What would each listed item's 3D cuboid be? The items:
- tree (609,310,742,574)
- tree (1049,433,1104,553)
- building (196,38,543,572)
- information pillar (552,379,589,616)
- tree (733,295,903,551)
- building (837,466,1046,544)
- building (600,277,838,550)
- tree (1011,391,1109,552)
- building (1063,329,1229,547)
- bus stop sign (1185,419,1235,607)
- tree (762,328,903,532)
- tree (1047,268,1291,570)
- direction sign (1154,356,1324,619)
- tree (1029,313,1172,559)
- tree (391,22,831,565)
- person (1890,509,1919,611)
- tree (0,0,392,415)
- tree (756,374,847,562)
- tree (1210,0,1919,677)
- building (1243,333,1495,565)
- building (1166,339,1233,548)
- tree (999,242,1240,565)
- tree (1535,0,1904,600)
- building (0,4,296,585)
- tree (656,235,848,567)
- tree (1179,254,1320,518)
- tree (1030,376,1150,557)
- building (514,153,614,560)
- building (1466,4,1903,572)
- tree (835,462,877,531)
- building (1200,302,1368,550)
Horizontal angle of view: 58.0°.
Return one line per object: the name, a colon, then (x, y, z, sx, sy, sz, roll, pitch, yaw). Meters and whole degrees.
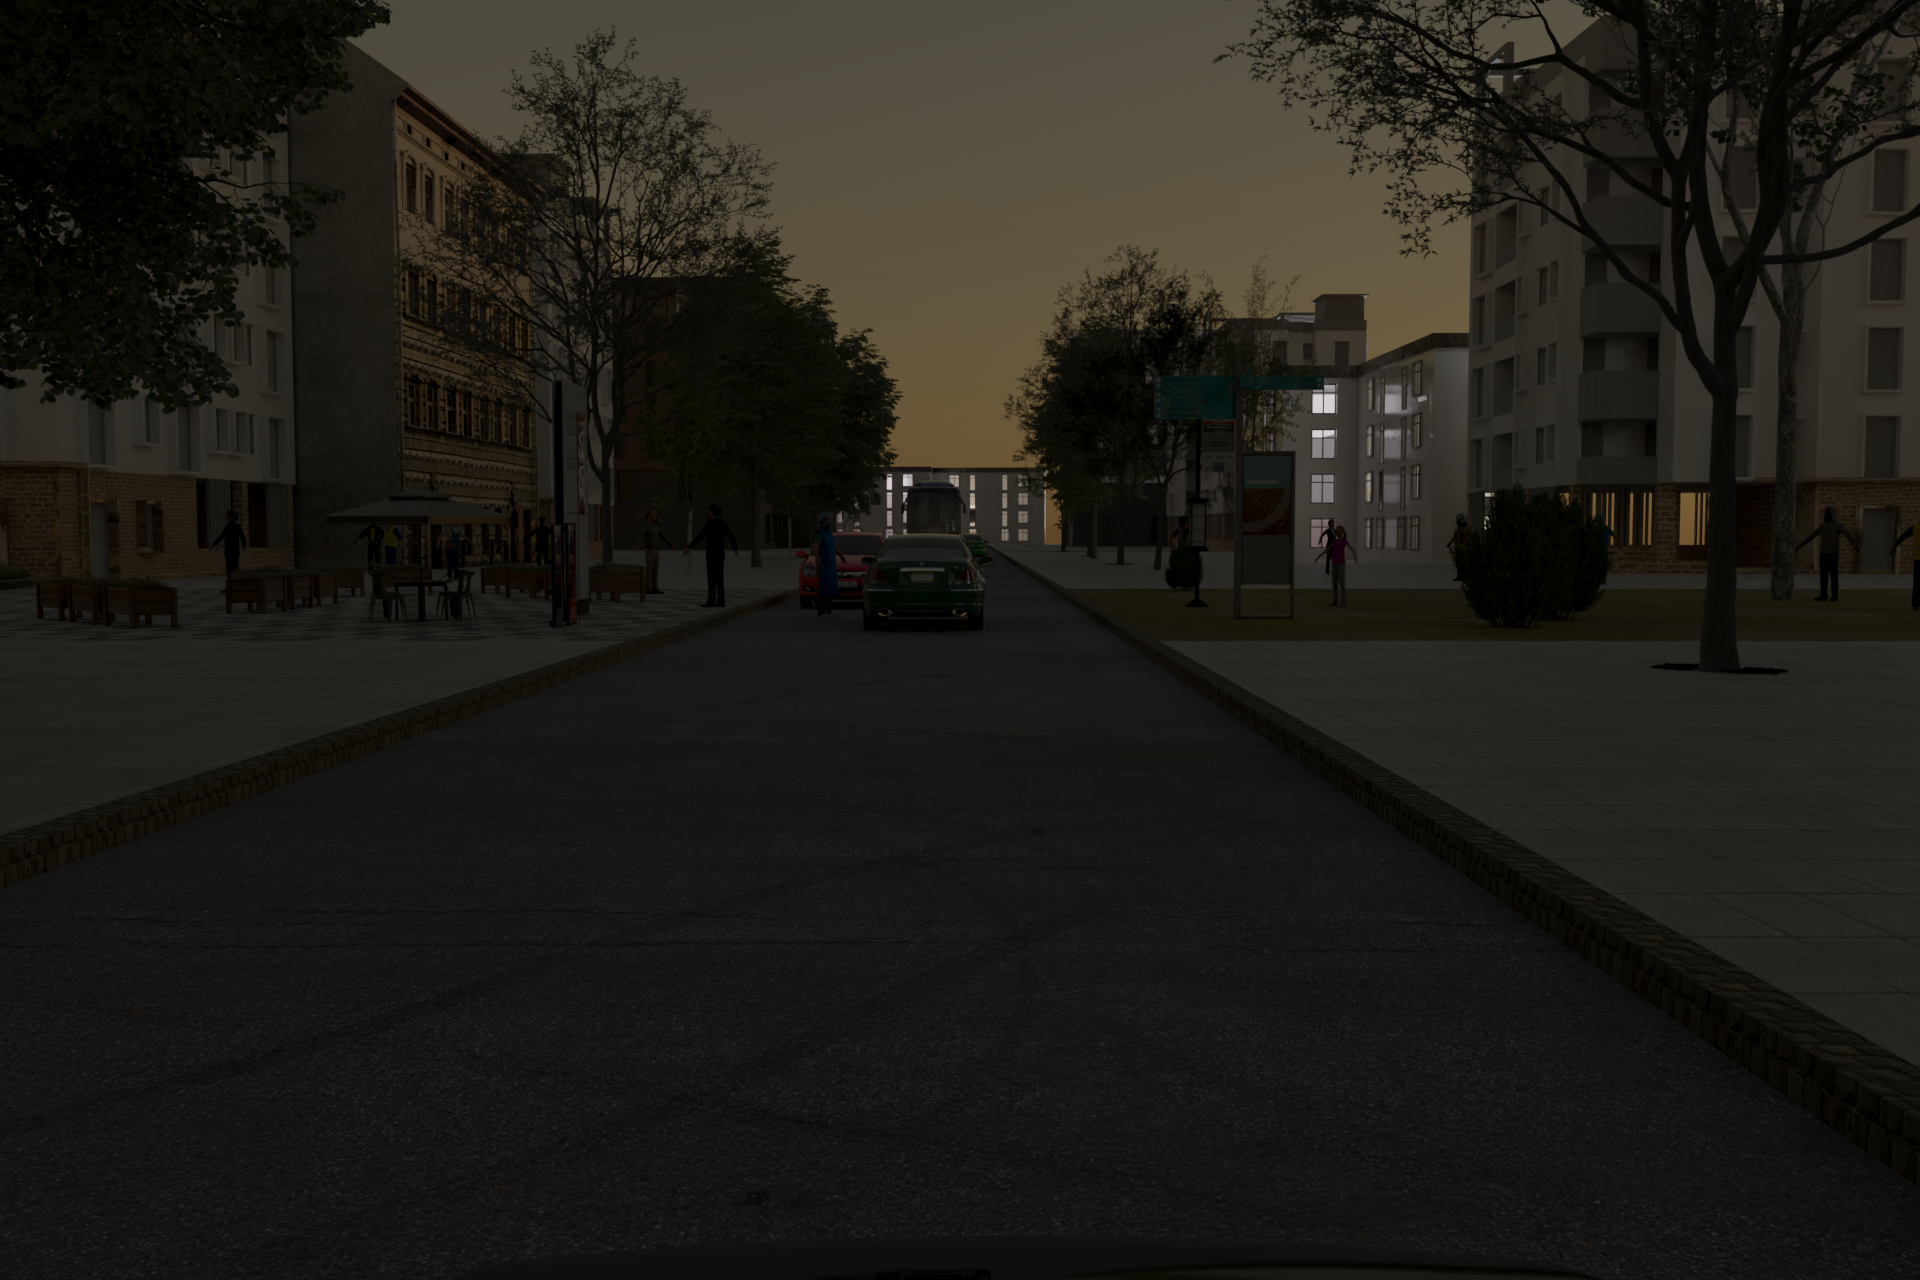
tree: (-8.819, -6.431, 55.513, 4.737, 8.622, 4.395, 0, 3, 0)
tree: (7.656, -10.214, 117.364, 4.737, 8.622, 4.395, 0, 3, 0)
building: (-28.111, -14.466, 67.443, 19.493, 23.208, 18.063, 0, 4, 1)
information pillar: (-6.098, -2.192, 27.158, 0.184, 3.620, 1.656, 0, 4, 0)
tree: (-7.691, -11.333, 91.951, 9.857, 13.997, 8.962, 0, 3, 0)
building: (-3.352, -16.575, 215.607, 28.070, 9.664, 9.099, 0, 4, 4)
building: (-26.225, -18.977, 154.253, 27.936, 21.610, 32.646, 0, 4, 1)
tree: (7.545, -12.167, 124.684, 9.928, 11.665, 9.643, 0, 3, 0)
building: (25.057, -21.116, 189.216, 27.936, 21.610, 32.646, 0, 4, 0)
bus stop sign: (4.403, -2.554, 30.458, 0.855, 3.939, 0.416, 0, 4, 0)
tree: (-8.277, -12.263, 107.150, 9.857, 13.997, 8.962, 0, 3, 0)
tree: (7.183, -7.773, 61.503, 8.767, 10.594, 7.601, -1, 4, -21)
direction sign: (4.177, -2.247, 25.502, 2.525, 3.948, 1.411, 0, 4, 1)
tree: (7.119, -10.436, 88.758, 7.486, 12.596, 7.792, 0, 3, 0)
tree: (-8.838, -8.092, 42.666, 12.009, 13.543, 11.850, 0, 3, 0)
person: (16.208, -1.381, 29.038, 0.721, 1.772, 1.216, -3, 4, -38)
tree: (-8.967, -6.530, 13.426, 9.857, 13.997, 8.962, 0, 3, 0)
tree: (-8.072, -7.929, 80.008, 4.360, 8.622, 3.978, 0, 3, 0)
tree: (6.986, -6.442, 15.692, 12.009, 13.543, 11.850, 0, 3, 0)
building: (20.485, -8.822, 86.379, 9.099, 9.664, 28.070, 0, 3, 0)
building: (24.948, -18.854, 164.686, 16.016, 20.090, 11.380, 0, 4, 1)
tree: (6.869, -9.903, 72.289, 12.009, 13.543, 11.850, 0, 3, 0)
tree: (14.749, -10.888, 33.906, 12.611, 20.169, 13.585, 0, 3, 0)
building: (-27.441, -11.528, 44.910, 16.016, 20.090, 11.380, 0, 4, 1)
tree: (-7.911, -9.041, 65.948, 7.486, 12.596, 7.792, 0, 3, 0)
tree: (7.337, -5.859, 46.165, 4.360, 8.622, 3.978, 0, 3, 0)
tree: (7.540, -10.554, 98.313, 9.928, 11.665, 9.643, 0, 3, 0)
building: (-25.128, -14.136, 87.541, 16.016, 20.090, 11.380, 0, 4, 0)
building: (25.581, -12.950, 68.152, 16.016, 20.090, 11.380, 0, 4, 0)
tree: (-8.519, -10.606, 123.762, 4.360, 8.622, 3.978, 0, 3, 0)
building: (25.878, -17.867, 148.545, 16.016, 20.090, 11.380, 0, 4, 1)
